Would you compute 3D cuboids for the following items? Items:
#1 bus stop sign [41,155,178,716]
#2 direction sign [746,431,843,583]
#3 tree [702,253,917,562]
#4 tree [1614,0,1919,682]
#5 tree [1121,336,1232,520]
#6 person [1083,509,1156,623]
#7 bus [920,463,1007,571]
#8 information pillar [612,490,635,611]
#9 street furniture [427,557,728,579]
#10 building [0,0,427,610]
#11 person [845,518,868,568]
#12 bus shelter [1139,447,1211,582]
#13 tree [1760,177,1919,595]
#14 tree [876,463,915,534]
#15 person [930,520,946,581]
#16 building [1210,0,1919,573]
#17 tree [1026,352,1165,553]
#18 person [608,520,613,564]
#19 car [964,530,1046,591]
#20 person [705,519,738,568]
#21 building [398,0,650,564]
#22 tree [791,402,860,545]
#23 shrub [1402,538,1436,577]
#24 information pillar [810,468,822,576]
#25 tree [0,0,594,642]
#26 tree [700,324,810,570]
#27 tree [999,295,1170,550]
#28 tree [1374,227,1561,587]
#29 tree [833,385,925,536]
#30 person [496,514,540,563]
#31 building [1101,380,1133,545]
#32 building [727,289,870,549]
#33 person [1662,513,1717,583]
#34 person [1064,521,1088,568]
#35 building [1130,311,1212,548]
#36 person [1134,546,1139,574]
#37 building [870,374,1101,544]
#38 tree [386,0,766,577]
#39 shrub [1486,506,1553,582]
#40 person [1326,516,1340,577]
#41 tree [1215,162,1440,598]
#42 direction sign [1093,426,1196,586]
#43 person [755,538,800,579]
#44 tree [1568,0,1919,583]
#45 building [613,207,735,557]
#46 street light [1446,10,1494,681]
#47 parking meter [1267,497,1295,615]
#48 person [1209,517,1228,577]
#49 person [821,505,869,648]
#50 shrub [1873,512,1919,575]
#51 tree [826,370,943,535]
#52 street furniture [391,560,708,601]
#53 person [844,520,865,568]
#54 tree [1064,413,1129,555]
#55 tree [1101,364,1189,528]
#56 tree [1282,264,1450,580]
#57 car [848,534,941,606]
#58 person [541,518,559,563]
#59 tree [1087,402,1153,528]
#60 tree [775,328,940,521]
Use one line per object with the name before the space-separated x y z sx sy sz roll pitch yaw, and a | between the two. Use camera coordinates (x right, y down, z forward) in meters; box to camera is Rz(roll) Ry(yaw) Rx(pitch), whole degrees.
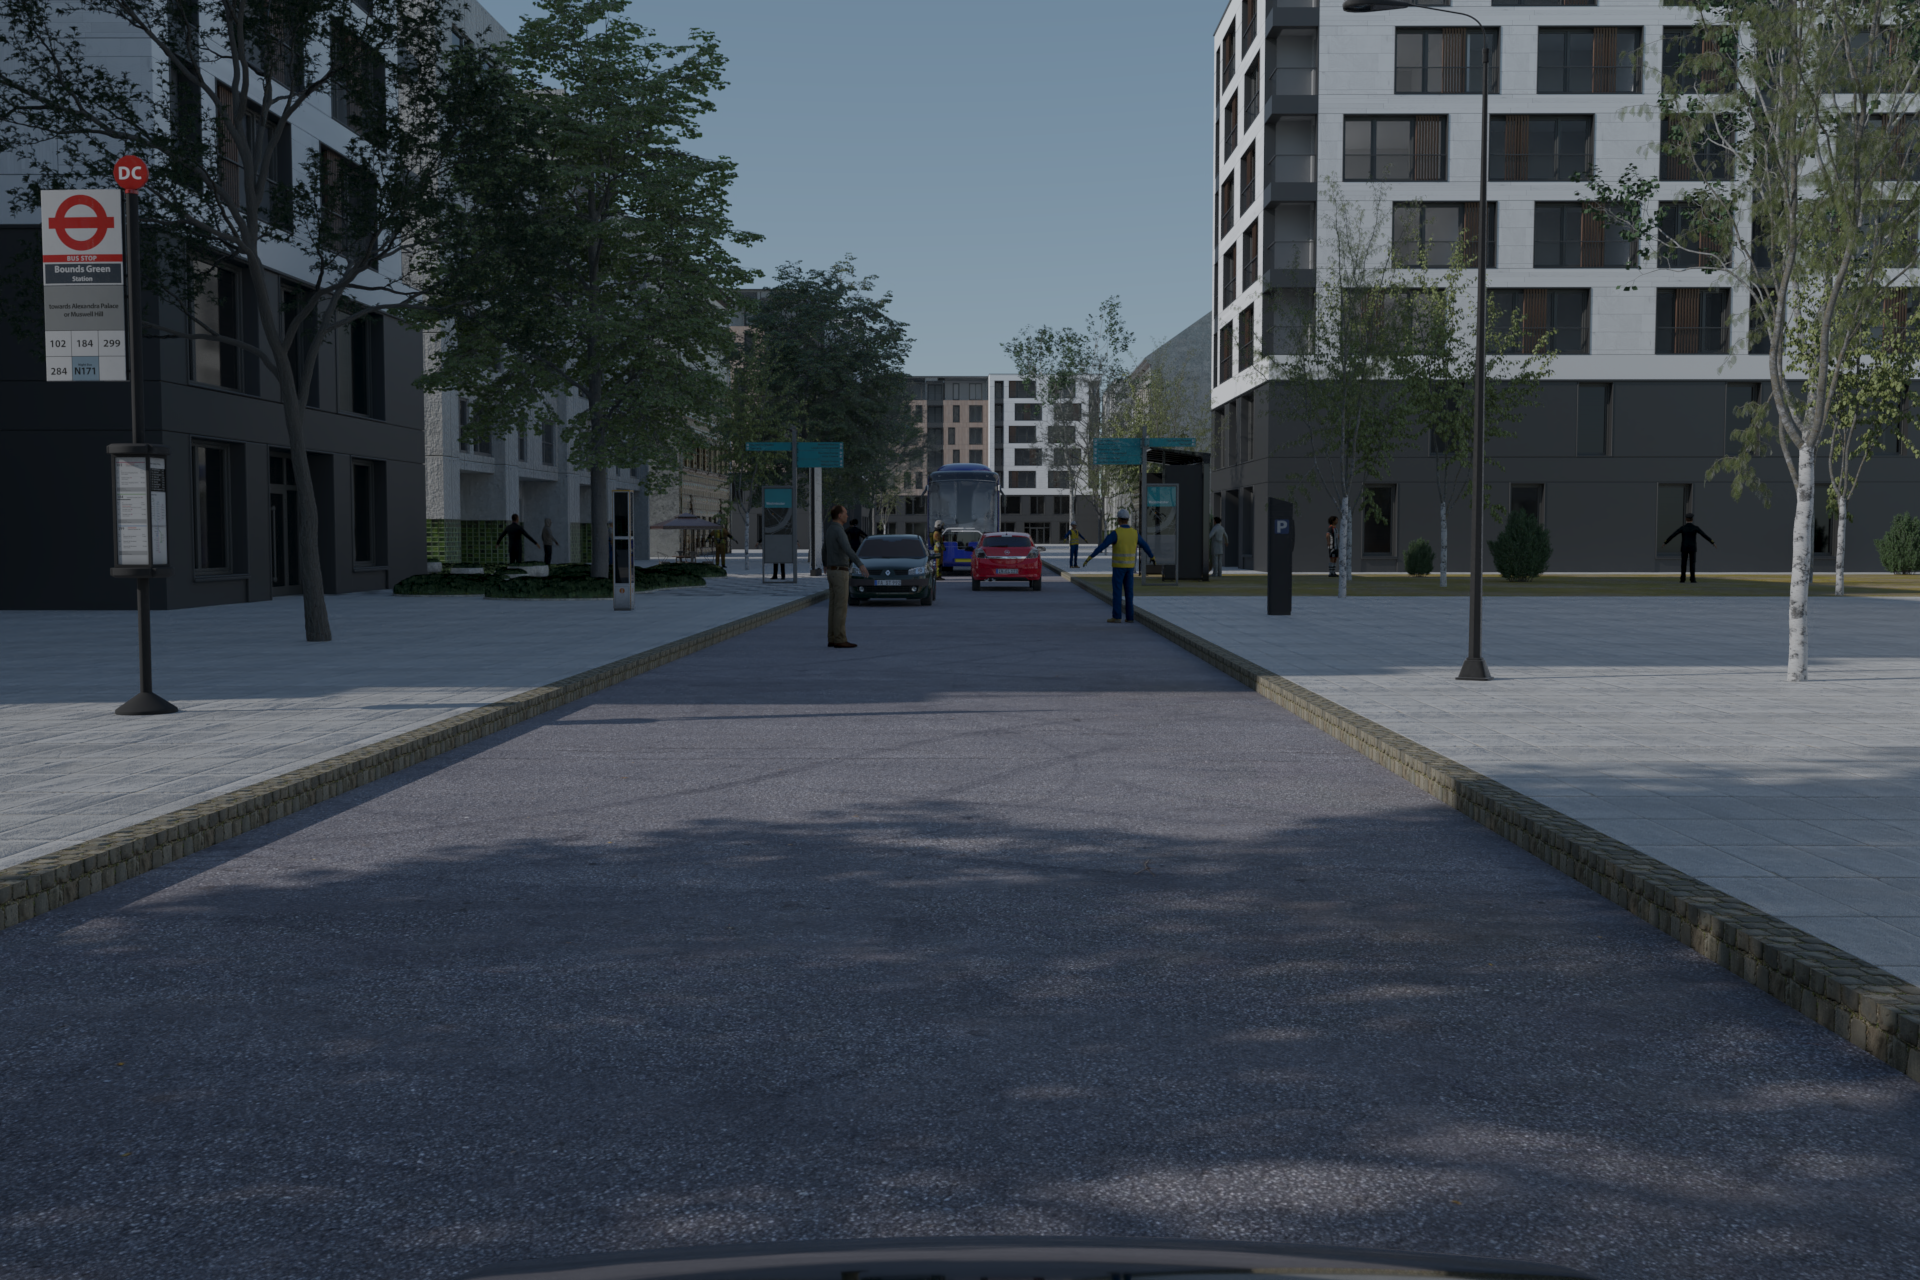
bus stop sign | -6.060 -1.445 12.325 0.855 3.939 0.416 0 4 2
direction sign | -4.267 -3.467 45.452 2.525 3.948 1.411 0 4 1
tree | -6.710 -10.501 78.352 9.857 13.997 8.962 0 3 0
tree | 7.084 -3.941 14.798 4.360 8.622 3.978 0 3 0
tree | 7.854 -6.969 64.310 4.360 8.622 3.978 0 3 0
person | 2.624 -1.199 28.027 1.349 1.833 0.705 -2 4 -25
bus | 0.221 -4.413 63.701 2.896 3.916 12.251 0 4 1
information pillar | -5.641 -1.501 29.028 0.304 2.012 0.304 0 4 1
street furniture | -11.816 -2.068 49.441 10.072 0.657 5.734 0 4 -1
building | -27.228 -11.150 26.271 27.936 21.610 32.646 0 4 0
person | -3.102 -2.725 51.280 1.216 1.740 0.721 0 4 1
bus shelter | 5.953 -3.573 49.707 1.731 3.624 6.357 0 4 0
tree | 18.658 -5.238 36.008 4.737 8.622 4.395 0 3 0
tree | -6.396 -11.743 142.365 4.360 8.622 3.978 0 3 0
person | -0.615 -2.763 53.394 0.705 1.858 1.354 0 4 6
building | 24.312 -14.031 73.389 27.936 21.610 32.646 0 4 1
tree | 9.454 -12.667 117.470 12.009 13.543 11.850 0 3 0
person | -13.662 -3.804 68.054 0.705 1.847 1.347 -1 4 -21
car | 1.189 -2.215 45.249 2.155 1.783 4.494 0 4 0
person | -9.089 -3.670 65.767 1.354 1.858 0.705 1 4 14
building | -24.059 -12.413 69.417 16.747 18.905 31.486 0 4 1
tree | -6.949 -8.534 89.897 4.737 8.622 4.395 0 3 0
shrub | 13.703 -2.481 51.681 1.383 1.207 1.383 0 3 0
information pillar | -4.422 -3.781 53.138 0.184 3.620 1.656 0 4 2
tree | -7.960 -5.275 20.656 7.601 10.594 8.767 2 4 34
tree | -7.535 -6.814 61.765 4.737 8.622 4.395 0 3 0
tree | 9.825 -17.227 137.554 12.611 20.169 13.585 0 3 0
tree | 11.898 -5.590 41.758 4.737 8.622 4.395 0 3 0
tree | -5.736 -11.439 112.784 9.928 11.665 9.643 0 3 0
person | -11.379 -2.335 44.406 1.346 1.802 0.704 1 4 21
building | 26.238 -20.788 206.336 16.747 18.905 31.486 0 4 1
building | -23.197 -19.375 160.759 27.936 21.610 32.646 0 4 0
person | 19.174 -2.424 45.564 1.347 1.837 0.705 2 4 27
person | 4.364 -3.613 65.542 1.216 1.772 0.721 -3 4 -39
building | 25.708 -19.976 157.528 19.493 23.208 18.063 0 4 1
person | 5.654 -2.856 55.969 0.599 1.433 0.991 -2 4 -30
building | 1.278 -23.626 232.719 32.646 21.610 27.936 0 4 -1
tree | -7.585 -7.162 35.219 7.486 12.596 7.792 0 3 0
shrub | 15.054 -2.576 46.542 1.690 2.028 1.600 0 3 0
person | 11.159 -2.781 51.621 0.704 1.843 1.345 2 4 33
tree | 7.745 -5.130 34.237 4.360 8.622 3.978 0 3 0
direction sign | 4.549 -3.278 42.365 2.525 3.948 1.411 0 4 1
person | -5.131 -2.615 48.940 1.347 1.806 0.705 1 4 15
tree | 22.919 -11.623 45.922 12.611 20.169 13.585 0 3 0
building | -24.400 -16.691 103.822 19.493 23.208 18.063 0 4 1
street light | 5.081 -2.602 15.089 1.470 5.913 1.316 0 4 1
parking meter | 5.080 -1.327 27.405 0.399 1.863 0.255 0 4 1
person | 7.743 -2.823 52.350 0.705 1.806 1.347 3 5 44
person | -1.511 -0.805 21.888 0.705 1.796 1.348 -2 4 -26
shrub | 29.849 -3.077 54.734 1.690 2.028 1.600 0 3 0
tree | -6.284 -13.307 127.935 12.009 13.543 11.850 0 3 0
street furniture | -8.855 -1.396 38.458 5.734 0.657 10.072 0 4 6
person | -4.118 -3.669 66.119 1.346 1.812 0.704 1 4 17
tree | 8.992 -9.411 104.232 4.360 8.622 3.978 0 3 0
tree | 8.012 -7.656 75.534 4.737 8.622 4.395 0 3 0
tree | 11.036 -5.963 47.856 4.737 8.622 4.395 0 3 0
car | -1.385 -1.601 35.956 2.009 1.686 4.222 0 4 1
person | -13.448 -3.090 56.642 0.705 1.813 1.348 -2 4 -31
tree | 8.841 -8.989 97.329 4.360 8.622 3.978 0 3 0
tree | -6.385 -11.732 102.189 12.009 13.543 11.850 0 3 0
